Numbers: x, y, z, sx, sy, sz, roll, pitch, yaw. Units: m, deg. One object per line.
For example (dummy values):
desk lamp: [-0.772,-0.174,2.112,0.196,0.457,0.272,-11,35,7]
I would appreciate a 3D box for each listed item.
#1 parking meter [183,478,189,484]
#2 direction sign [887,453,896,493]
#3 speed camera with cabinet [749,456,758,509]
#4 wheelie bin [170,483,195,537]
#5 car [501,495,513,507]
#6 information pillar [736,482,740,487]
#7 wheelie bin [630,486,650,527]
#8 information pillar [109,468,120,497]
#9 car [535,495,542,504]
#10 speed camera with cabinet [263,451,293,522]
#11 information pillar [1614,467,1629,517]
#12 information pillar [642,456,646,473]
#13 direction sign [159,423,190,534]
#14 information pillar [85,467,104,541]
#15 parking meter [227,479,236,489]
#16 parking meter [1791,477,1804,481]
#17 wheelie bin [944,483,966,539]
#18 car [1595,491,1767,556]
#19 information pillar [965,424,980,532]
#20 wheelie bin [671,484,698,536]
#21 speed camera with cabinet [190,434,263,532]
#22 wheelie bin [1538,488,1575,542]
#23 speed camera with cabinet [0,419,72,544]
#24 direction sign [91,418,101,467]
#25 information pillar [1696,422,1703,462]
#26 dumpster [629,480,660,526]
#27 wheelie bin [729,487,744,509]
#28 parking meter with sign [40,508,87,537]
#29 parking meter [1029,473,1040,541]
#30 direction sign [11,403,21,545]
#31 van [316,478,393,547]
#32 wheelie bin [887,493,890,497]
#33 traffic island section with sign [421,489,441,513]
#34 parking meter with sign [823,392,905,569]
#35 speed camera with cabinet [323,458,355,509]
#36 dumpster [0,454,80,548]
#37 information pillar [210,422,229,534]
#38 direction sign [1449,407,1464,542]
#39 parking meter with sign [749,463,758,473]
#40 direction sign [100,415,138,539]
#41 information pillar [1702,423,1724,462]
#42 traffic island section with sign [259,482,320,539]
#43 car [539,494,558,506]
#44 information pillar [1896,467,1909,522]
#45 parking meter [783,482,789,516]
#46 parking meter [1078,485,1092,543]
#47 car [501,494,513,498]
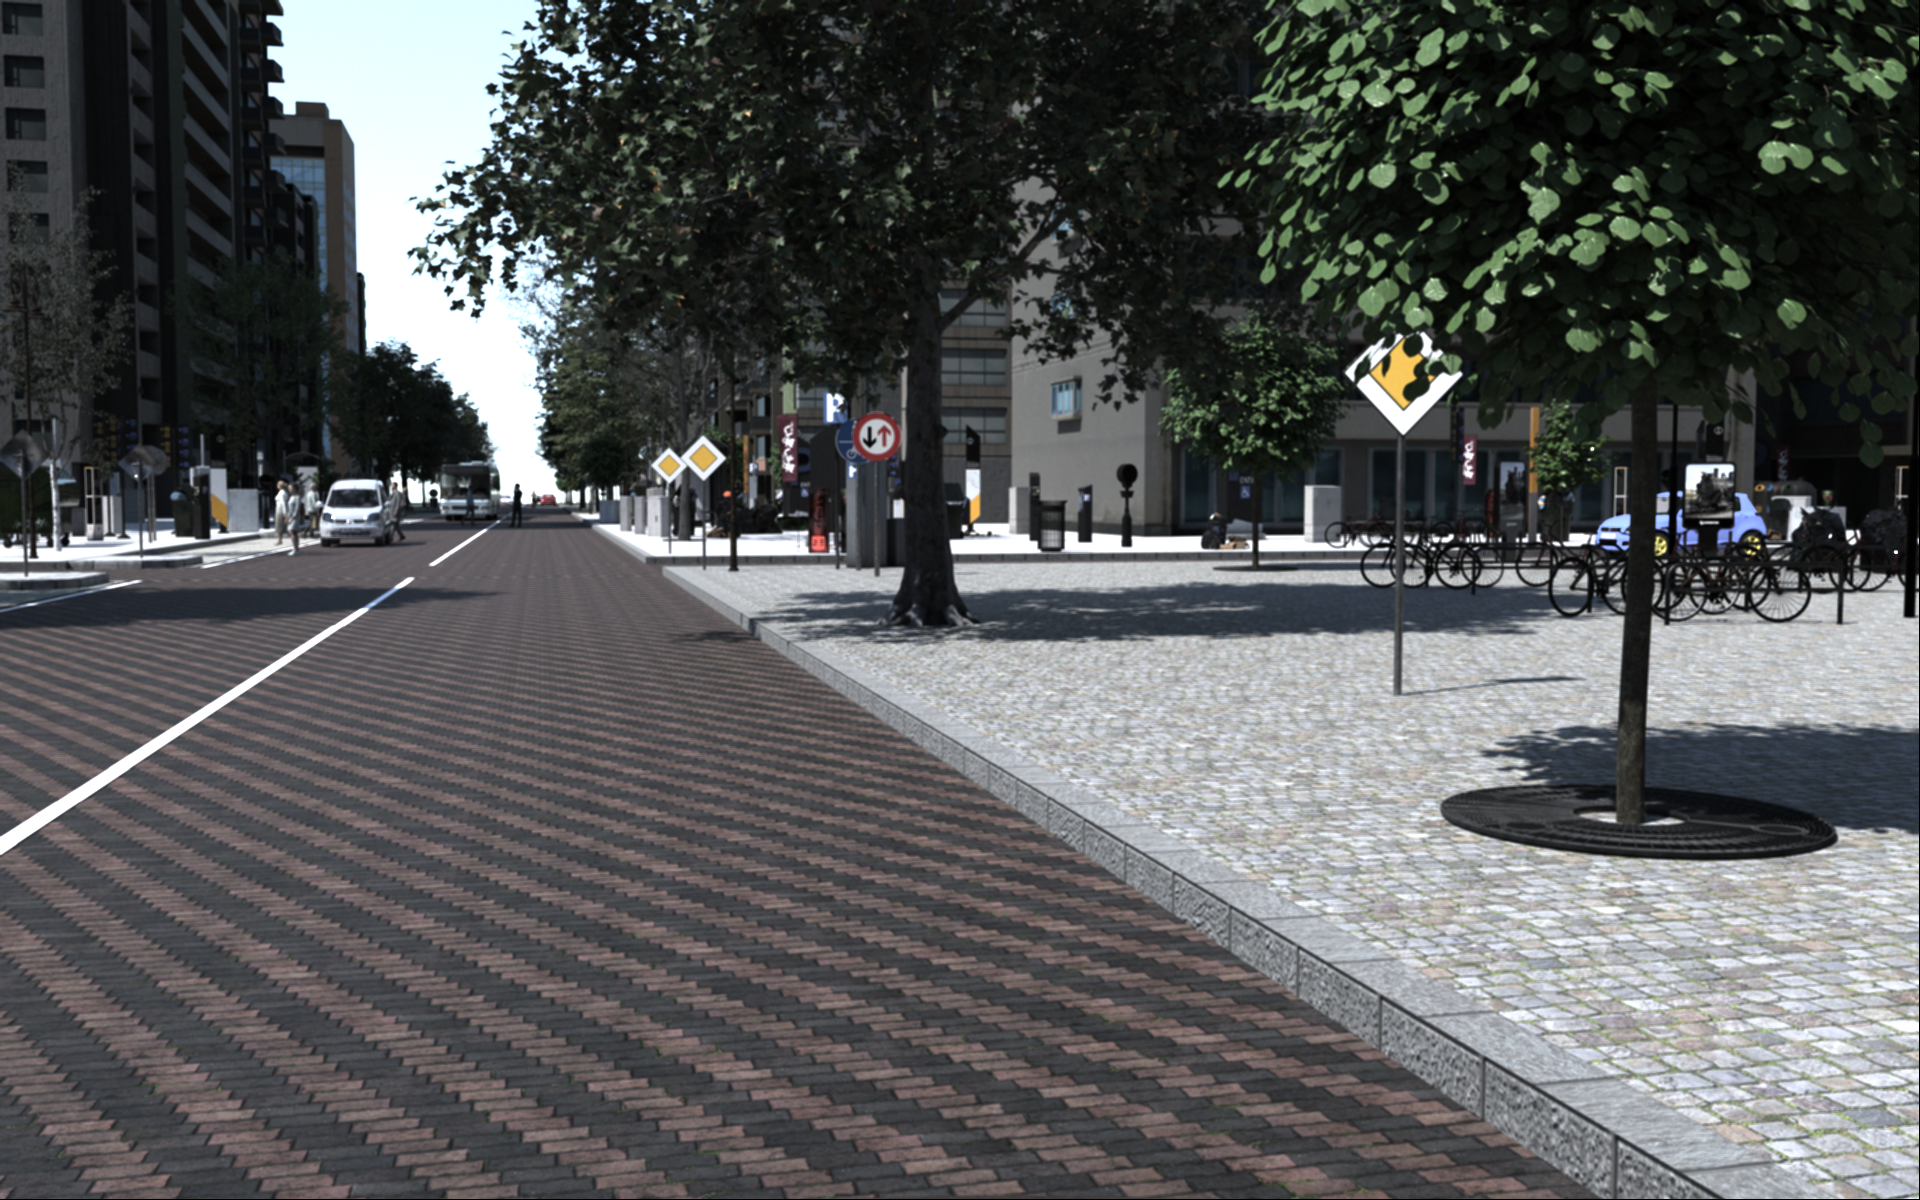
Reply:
parking meter: [-28.128,-3.518,63.236,0.255,1.863,0.399,1,4,11]
direction sign: [-3.262,-5.251,77.856,0.876,3.537,0.379,2,4,25]
speed camera with cabinet: [-10.908,-5.818,89.464,0.660,3.252,2.038,-1,4,-15]
wheelie bin: [-23.156,-2.684,51.784,0.693,1.594,0.980,0,4,0]
car: [-51.441,-11.201,195.494,2.083,1.381,4.827,-1,4,-13]
information pillar: [-13.358,-6.070,103.732,0.304,2.012,0.304,-3,4,-36]
wheelie bin: [-12.573,-3.699,68.390,0.980,1.594,0.693,-2,4,-30]
information pillar: [-32.109,-4.548,65.716,0.504,3.616,0.183,2,4,24]
car: [-62.471,-15.031,258.331,1.945,1.354,3.894,-1,4,-15]
speed camera with cabinet: [-31.310,-5.141,78.395,2.038,3.252,0.660,-1,4,-11]
information pillar: [18.160,-2.635,47.567,0.304,2.012,0.304,2,4,33]
information pillar: [-19.165,-6.942,104.849,0.504,3.616,0.183,2,4,33]
direction sign: [-25.199,-3.891,55.616,0.876,3.537,0.379,-2,4,-30]
information pillar: [-23.757,-2.632,47.530,0.304,2.012,0.304,2,4,24]
parking meter: [-28.686,-3.815,68.083,0.399,1.863,0.255,1,4,22]
parking meter: [28.314,-3.238,58.659,0.399,1.863,0.255,3,5,41]
wheelie bin: [-0.326,-2.536,49.373,0.980,1.594,0.693,-2,4,-27]
car: [16.141,-1.792,38.888,3.694,1.707,1.945,-1,4,-14]
information pillar: [0.431,-4.085,58.142,0.504,3.616,0.183,1,4,9]
wheelie bin: [-8.470,-2.776,53.297,0.693,1.594,0.980,1,4,11]
speed camera with cabinet: [-24.602,-3.890,57.932,2.038,3.252,0.660,-2,4,-35]
wheelie bin: [16.068,-2.364,46.563,0.980,1.594,0.693,-1,4,-10]
speed camera with cabinet: [-23.966,-3.064,44.432,2.038,3.252,0.660,-1,4,-9]
direction sign: [-25.669,-3.681,52.181,0.379,3.537,0.876,3,4,37]
information pillar: [23.116,-3.840,54.137,0.183,3.616,0.504,3,5,43]
dumpster: [-12.922,-3.999,71.144,1.264,1.857,1.865,-1,4,-13]
wheelie bin: [-9.721,-4.137,75.541,0.980,1.594,0.693,0,4,-4]
parking meter with sign: [-27.309,-3.416,52.118,1.738,3.016,0.543,-1,4,-18]
parking meter: [2.038,-2.545,47.328,0.255,1.863,0.399,0,4,-3]
direction sign: [-23.599,-3.137,43.288,0.379,3.537,0.876,-2,4,-25]
van: [-16.873,-2.532,48.409,2.013,2.044,4.112,-1,4,-15]
wheelie bin: [-3.032,-3.397,63.455,0.980,1.594,0.693,-1,4,-19]
traffic island section with sign: [-39.772,-7.491,131.105,1.989,1.847,2.006,-1,4,-14]
parking meter with sign: [-1.599,-2.072,30.137,0.543,3.016,1.738,3,4,36]
speed camera with cabinet: [-34.562,-6.244,96.427,2.038,3.252,0.660,2,4,28]
dumpster: [-22.346,-2.410,41.902,1.502,2.255,1.985,-1,4,-13]
information pillar: [-24.072,-3.970,56.270,0.504,3.616,0.183,-2,4,-26]
direction sign: [12.863,-3.235,44.883,0.379,3.537,0.876,3,4,37]
parking meter with sign: [-11.728,-6.139,96.626,0.543,3.016,1.738,0,4,7]
direction sign: [-24.090,-3.535,49.797,0.876,3.537,0.379,-3,5,-41]
information pillar: [21.282,-3.517,48.861,0.504,3.616,0.183,1,4,18]
traffic island section with sign: [-21.688,-2.926,56.467,1.989,1.847,2.006,-1,4,-14]
car: [-49.722,-12.244,209.227,2.155,1.783,4.494,-1,4,-14]
information pillar: [25.230,-2.558,46.319,0.304,2.012,0.304,1,4,12]
parking meter: [-8.426,-4.791,84.039,0.255,1.863,0.399,1,4,13]
parking meter: [3.319,-2.295,45.938,0.372,1.533,0.369,0,3,0]
car: [-54.655,-12.109,207.764,2.009,1.686,4.222,-1,4,-14]
